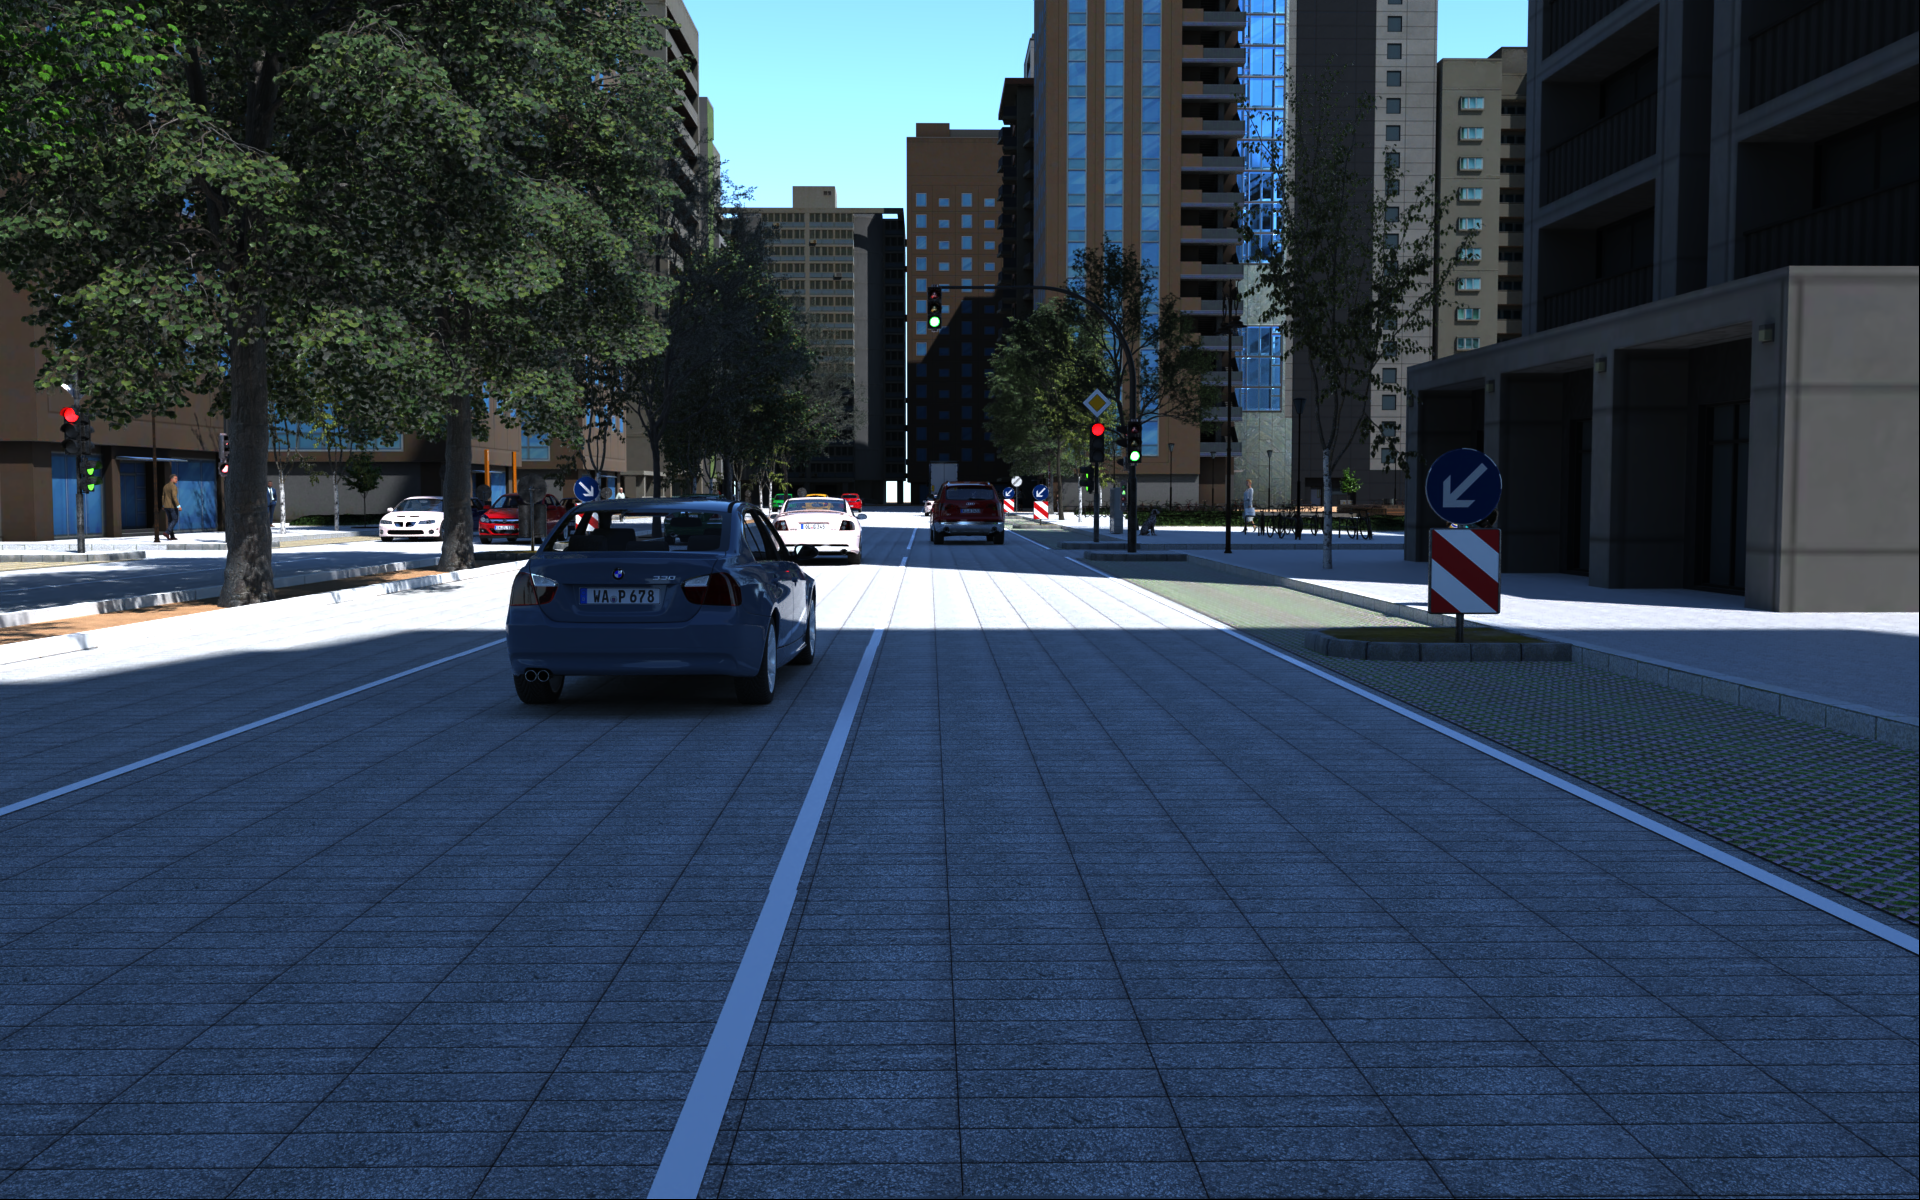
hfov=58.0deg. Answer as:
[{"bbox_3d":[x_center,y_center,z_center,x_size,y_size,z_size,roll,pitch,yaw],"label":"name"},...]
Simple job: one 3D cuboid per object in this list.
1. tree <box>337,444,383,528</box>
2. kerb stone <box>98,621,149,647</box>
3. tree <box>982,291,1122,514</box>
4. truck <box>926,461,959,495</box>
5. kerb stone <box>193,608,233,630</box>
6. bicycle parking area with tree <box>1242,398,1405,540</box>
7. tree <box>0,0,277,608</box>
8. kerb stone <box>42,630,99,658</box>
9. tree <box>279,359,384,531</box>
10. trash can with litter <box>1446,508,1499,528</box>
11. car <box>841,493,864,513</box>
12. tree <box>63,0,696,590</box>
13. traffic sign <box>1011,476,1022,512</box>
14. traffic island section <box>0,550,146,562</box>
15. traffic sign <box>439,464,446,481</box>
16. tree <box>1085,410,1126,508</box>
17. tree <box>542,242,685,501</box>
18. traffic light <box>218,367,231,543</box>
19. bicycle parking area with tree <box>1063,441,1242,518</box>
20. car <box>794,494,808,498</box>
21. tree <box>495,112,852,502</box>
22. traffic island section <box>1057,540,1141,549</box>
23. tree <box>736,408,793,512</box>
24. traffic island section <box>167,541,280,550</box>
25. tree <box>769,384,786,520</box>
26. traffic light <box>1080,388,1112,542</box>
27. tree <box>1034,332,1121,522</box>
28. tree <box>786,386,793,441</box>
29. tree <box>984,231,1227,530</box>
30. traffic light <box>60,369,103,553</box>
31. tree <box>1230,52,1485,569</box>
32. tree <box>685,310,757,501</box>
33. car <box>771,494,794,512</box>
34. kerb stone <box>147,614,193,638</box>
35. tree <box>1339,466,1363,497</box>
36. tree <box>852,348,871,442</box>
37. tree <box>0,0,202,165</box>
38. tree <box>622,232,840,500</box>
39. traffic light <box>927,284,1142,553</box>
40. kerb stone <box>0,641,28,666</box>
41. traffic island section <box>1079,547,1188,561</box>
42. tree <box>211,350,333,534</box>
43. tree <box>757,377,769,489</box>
[{"bbox_3d":[-22.534,-4.312,65.102,1.663,3.219,1.824,0,3,0],"label":"tree"},{"bbox_3d":[-8.110,0.339,16.657,0.120,0.150,1.000,0,4,-1],"label":"kerb stone"},{"bbox_3d":[5.557,-12.377,109.017,9.857,13.997,8.962,0,3,0],"label":"tree"},{"bbox_3d":[-1.487,-9.963,151.810,2.839,4.237,11.283,0,4,-2],"label":"truck"},{"bbox_3d":[-8.147,0.214,18.709,0.120,0.150,1.000,0,4,-1],"label":"kerb stone"},{"bbox_3d":[12.738,-3.978,52.046,8.231,4.147,9.016,1,4,9],"label":"bicycle parking area with tree"},{"bbox_3d":[-9.048,-6.883,21.643,9.857,13.997,8.962,0,3,0],"label":"tree"},{"bbox_3d":[-8.100,0.401,15.635,0.120,0.150,1.000,0,4,-1],"label":"kerb stone"},{"bbox_3d":[-21.775,-6.721,60.245,4.737,8.622,4.395,0,3,0],"label":"tree"},{"bbox_3d":[5.775,-0.517,19.835,0.624,1.170,1.055,0,4,3],"label":"trash can with litter"},{"bbox_3d":[-8.604,-7.752,135.791,2.155,1.783,4.494,0,4,-2],"label":"car"},{"bbox_3d":[-9.279,-7.490,31.579,9.857,13.997,8.962,0,3,0],"label":"tree"},{"bbox_3d":[3.956,-7.396,121.023,0.768,2.556,0.104,0,4,4],"label":"traffic sign"},{"bbox_3d":[-19.141,-0.943,37.700,2.009,0.180,2.903,0,4,-1],"label":"traffic island section"},{"bbox_3d":[-21.446,-4.433,72.580,0.768,2.556,0.104,0,4,4],"label":"traffic sign"},{"bbox_3d":[9.729,-10.286,118.535,4.360,8.622,3.978,0,3,0],"label":"tree"},{"bbox_3d":[-9.927,-5.785,47.402,4.360,8.622,3.978,0,3,0],"label":"tree"},{"bbox_3d":[-17.156,-4.340,45.623,4.771,5.953,1.251,0,4,-1],"label":"traffic light"},{"bbox_3d":[10.239,-6.660,95.889,8.231,4.147,9.016,-2,4,-33],"label":"bicycle parking area with tree"},{"bbox_3d":[-15.591,-10.052,173.141,1.959,1.807,4.718,0,4,-1],"label":"car"},{"bbox_3d":[-9.775,-8.728,55.527,12.009,13.543,11.850,0,3,0],"label":"tree"},{"bbox_3d":[3.651,-1.457,46.096,2.009,0.180,2.903,0,4,-1],"label":"traffic island section"},{"bbox_3d":[-10.227,-8.328,88.976,4.737,8.622,4.395,0,3,0],"label":"tree"},{"bbox_3d":[-19.287,-1.431,45.684,2.009,0.180,2.903,0,4,-1],"label":"traffic island section"},{"bbox_3d":[-10.607,-7.933,82.531,4.360,8.622,3.978,0,3,0],"label":"tree"},{"bbox_3d":[3.611,-3.490,45.981,0.839,4.253,0.868,0,4,-1],"label":"traffic light"},{"bbox_3d":[5.426,-7.814,78.122,4.737,8.622,4.395,0,3,0],"label":"tree"},{"bbox_3d":[-10.278,-8.611,93.616,4.360,8.622,3.978,0,3,0],"label":"tree"},{"bbox_3d":[6.012,-7.766,61.391,8.767,10.594,7.601,-3,4,-38],"label":"tree"},{"bbox_3d":[-19.101,-2.975,37.566,0.839,4.253,0.868,0,4,-1],"label":"traffic light"},{"bbox_3d":[6.367,-4.828,29.299,4.360,8.622,3.978,0,3,0],"label":"tree"},{"bbox_3d":[-9.838,-6.797,63.945,4.360,8.622,3.978,0,3,0],"label":"tree"},{"bbox_3d":[-14.128,-7.976,139.209,1.959,1.807,4.718,0,4,-2],"label":"car"},{"bbox_3d":[-8.134,0.276,17.682,0.120,0.150,1.000,0,4,-1],"label":"kerb stone"},{"bbox_3d":[25.560,-7.329,114.426,1.663,3.219,1.824,0,3,0],"label":"tree"},{"bbox_3d":[-10.396,-11.644,103.198,12.009,13.543,11.850,0,3,0],"label":"tree"},{"bbox_3d":[-8.827,-5.098,11.568,9.928,11.665,9.643,0,3,0],"label":"tree"},{"bbox_3d":[-10.141,-9.534,75.341,9.611,12.733,9.660,0,3,0],"label":"tree"},{"bbox_3d":[1.666,-3.862,37.818,4.771,5.953,1.251,0,4,-1],"label":"traffic light"},{"bbox_3d":[-8.080,0.464,14.602,0.120,0.150,1.000,0,4,-1],"label":"kerb stone"},{"bbox_3d":[3.797,-0.968,38.112,2.009,0.180,2.903,0,4,-1],"label":"traffic island section"},{"bbox_3d":[-21.745,-6.415,55.242,4.360,8.622,3.978,0,3,0],"label":"tree"},{"bbox_3d":[-9.873,-7.069,68.397,4.360,8.622,3.978,0,3,0],"label":"tree"}]
